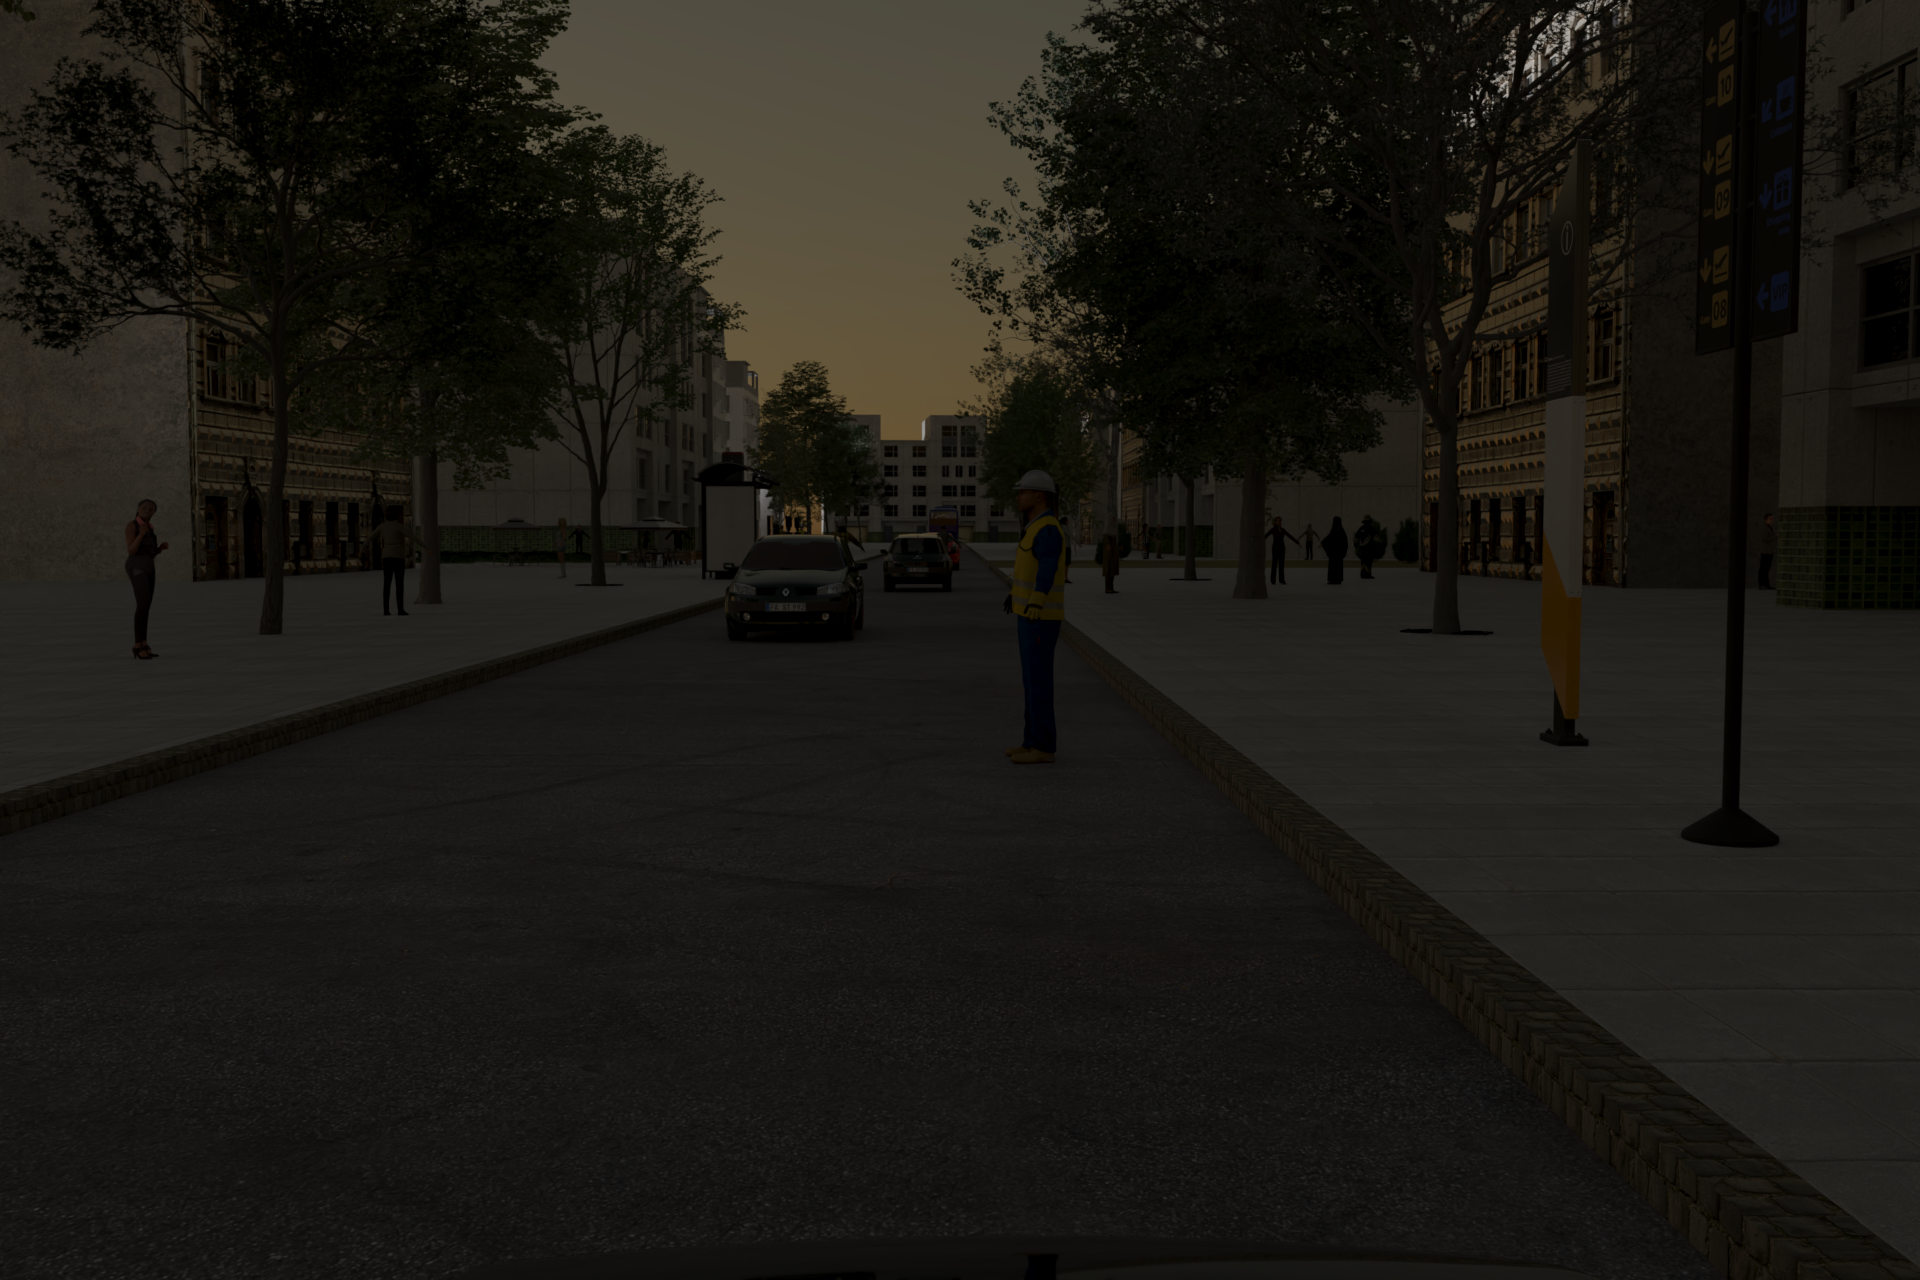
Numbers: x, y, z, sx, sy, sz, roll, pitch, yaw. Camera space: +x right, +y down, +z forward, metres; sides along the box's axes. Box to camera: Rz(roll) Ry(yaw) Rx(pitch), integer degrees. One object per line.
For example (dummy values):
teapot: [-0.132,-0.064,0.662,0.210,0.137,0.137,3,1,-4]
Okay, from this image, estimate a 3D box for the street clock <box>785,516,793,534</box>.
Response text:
street clock: [-6.775,-3.917,68.609,0.358,2.002,0.471,0,4,1]

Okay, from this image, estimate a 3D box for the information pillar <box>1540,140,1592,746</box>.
information pillar: [3.705,-1.177,10.601,0.183,3.616,0.504,0,3,0]

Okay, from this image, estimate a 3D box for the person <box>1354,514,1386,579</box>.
person: [11.706,-2.683,49.728,0.704,1.845,1.351,-2,4,-26]

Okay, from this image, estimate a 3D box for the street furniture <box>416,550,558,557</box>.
street furniture: [-24.535,-4.233,84.829,10.072,0.657,5.734,0,4,7]

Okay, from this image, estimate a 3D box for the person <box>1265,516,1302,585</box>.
person: [8.108,-2.270,43.927,1.215,1.729,0.721,-1,4,-17]

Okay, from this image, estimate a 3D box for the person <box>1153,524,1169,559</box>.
person: [10.367,-5.113,89.876,0.705,1.796,1.348,3,5,40]

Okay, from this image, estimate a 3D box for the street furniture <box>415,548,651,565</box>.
street furniture: [-18.634,-3.705,76.211,10.072,0.657,5.734,-1,4,-9]

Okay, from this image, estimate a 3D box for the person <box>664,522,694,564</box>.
person: [-11.905,-4.100,73.228,1.347,1.806,0.705,-2,4,-29]

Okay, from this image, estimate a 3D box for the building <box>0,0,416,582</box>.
building: [-29.591,-13.688,54.725,19.493,23.208,18.063,0,4,1]

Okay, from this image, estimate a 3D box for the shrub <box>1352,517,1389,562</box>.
shrub: [18.802,-4.601,79.266,1.661,2.075,1.752,0,3,0]

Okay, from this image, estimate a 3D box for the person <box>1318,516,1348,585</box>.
person: [9.510,-2.282,44.098,1.214,1.737,0.721,-3,5,-45]

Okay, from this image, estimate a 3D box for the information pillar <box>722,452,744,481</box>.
information pillar: [-7.166,-4.000,54.779,0.750,3.857,0.750,0,4,-1]

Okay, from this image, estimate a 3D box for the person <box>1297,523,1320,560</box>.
person: [17.297,-4.874,85.817,1.348,1.813,0.705,-1,4,-20]

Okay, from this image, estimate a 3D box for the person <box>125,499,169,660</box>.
person: [-8.385,-0.634,17.883,0.415,1.643,0.593,-3,5,-40]

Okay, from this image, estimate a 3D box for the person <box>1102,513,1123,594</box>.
person: [3.333,-1.874,37.420,0.721,1.736,1.217,1,4,18]

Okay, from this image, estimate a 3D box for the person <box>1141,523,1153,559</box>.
person: [9.458,-5.010,88.057,0.704,1.843,1.345,2,4,30]

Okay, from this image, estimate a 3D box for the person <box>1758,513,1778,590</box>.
person: [18.682,-2.029,39.742,0.617,1.759,0.750,-2,4,-34]

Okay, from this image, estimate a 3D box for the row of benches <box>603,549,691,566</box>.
row of benches: [-12.943,-3.391,70.911,4.104,0.672,1.422,0,4,1]

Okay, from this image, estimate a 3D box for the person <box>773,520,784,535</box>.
person: [-7.621,-4.031,71.690,0.705,1.856,1.354,2,4,32]

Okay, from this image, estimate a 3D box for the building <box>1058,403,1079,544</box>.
building: [21.353,-22.467,233.796,16.747,18.905,31.486,0,4,0]

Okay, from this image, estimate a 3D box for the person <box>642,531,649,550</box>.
person: [-17.245,-5.443,94.932,0.705,1.837,1.347,0,4,-2]

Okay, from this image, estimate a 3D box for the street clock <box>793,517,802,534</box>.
street clock: [-6.967,-4.261,74.239,0.358,2.002,0.471,0,4,1]

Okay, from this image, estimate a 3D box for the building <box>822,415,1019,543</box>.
building: [-5.133,-24.119,263.267,31.486,18.905,16.747,0,4,-5]

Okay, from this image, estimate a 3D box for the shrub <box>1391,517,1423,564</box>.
shrub: [19.539,-4.351,75.185,1.661,2.075,1.752,0,3,0]

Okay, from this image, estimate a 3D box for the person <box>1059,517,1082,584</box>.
person: [2.792,-2.338,45.055,0.721,1.735,1.217,-2,4,-30]

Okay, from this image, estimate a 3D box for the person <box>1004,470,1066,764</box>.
person: [0.457,-0.153,10.934,0.705,1.833,1.349,0,4,-4]

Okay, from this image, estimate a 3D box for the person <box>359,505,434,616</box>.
person: [-8.914,-1.259,27.346,1.215,1.744,0.721,0,4,6]

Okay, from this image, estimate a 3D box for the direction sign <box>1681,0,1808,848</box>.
direction sign: [3.228,-0.927,7.156,0.379,3.537,0.876,0,3,0]

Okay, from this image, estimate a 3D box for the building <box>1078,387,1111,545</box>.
building: [24.434,-23.111,208.797,19.493,23.208,18.063,0,4,-1]

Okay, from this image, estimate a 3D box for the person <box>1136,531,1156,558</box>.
person: [10.162,-5.368,94.481,1.216,1.740,0.721,1,4,22]

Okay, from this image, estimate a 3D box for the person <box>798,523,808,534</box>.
person: [-7.303,-4.471,79.568,1.216,1.772,0.721,-1,4,-9]

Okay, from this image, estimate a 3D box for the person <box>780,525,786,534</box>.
person: [-9.074,-4.971,88.080,1.217,1.733,0.721,-1,4,-23]

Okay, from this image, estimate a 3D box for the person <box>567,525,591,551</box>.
person: [-20.640,-5.364,93.922,1.346,1.802,0.704,-2,4,-27]

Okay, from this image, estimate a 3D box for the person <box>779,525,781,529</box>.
person: [-10.494,-5.828,101.420,1.346,1.812,0.704,-2,4,-33]

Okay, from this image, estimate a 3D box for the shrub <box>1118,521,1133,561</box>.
shrub: [7.566,-4.844,83.612,1.690,2.028,1.600,0,3,0]

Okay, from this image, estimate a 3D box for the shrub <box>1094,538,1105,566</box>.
shrub: [5.843,-3.581,69.671,1.383,1.207,1.383,0,3,0]

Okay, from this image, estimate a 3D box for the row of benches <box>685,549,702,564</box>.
row of benches: [-10.297,-3.687,75.741,1.422,0.672,4.104,3,4,38]

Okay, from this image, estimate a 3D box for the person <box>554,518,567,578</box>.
person: [-11.627,-2.666,50.208,0.721,1.753,1.214,-1,4,-21]

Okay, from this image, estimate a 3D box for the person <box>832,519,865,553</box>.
person: [-3.365,-2.508,49.235,1.354,1.858,0.705,-1,4,-12]

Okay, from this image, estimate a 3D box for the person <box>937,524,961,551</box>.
person: [-0.626,-3.512,66.144,1.348,1.796,0.705,0,4,6]
